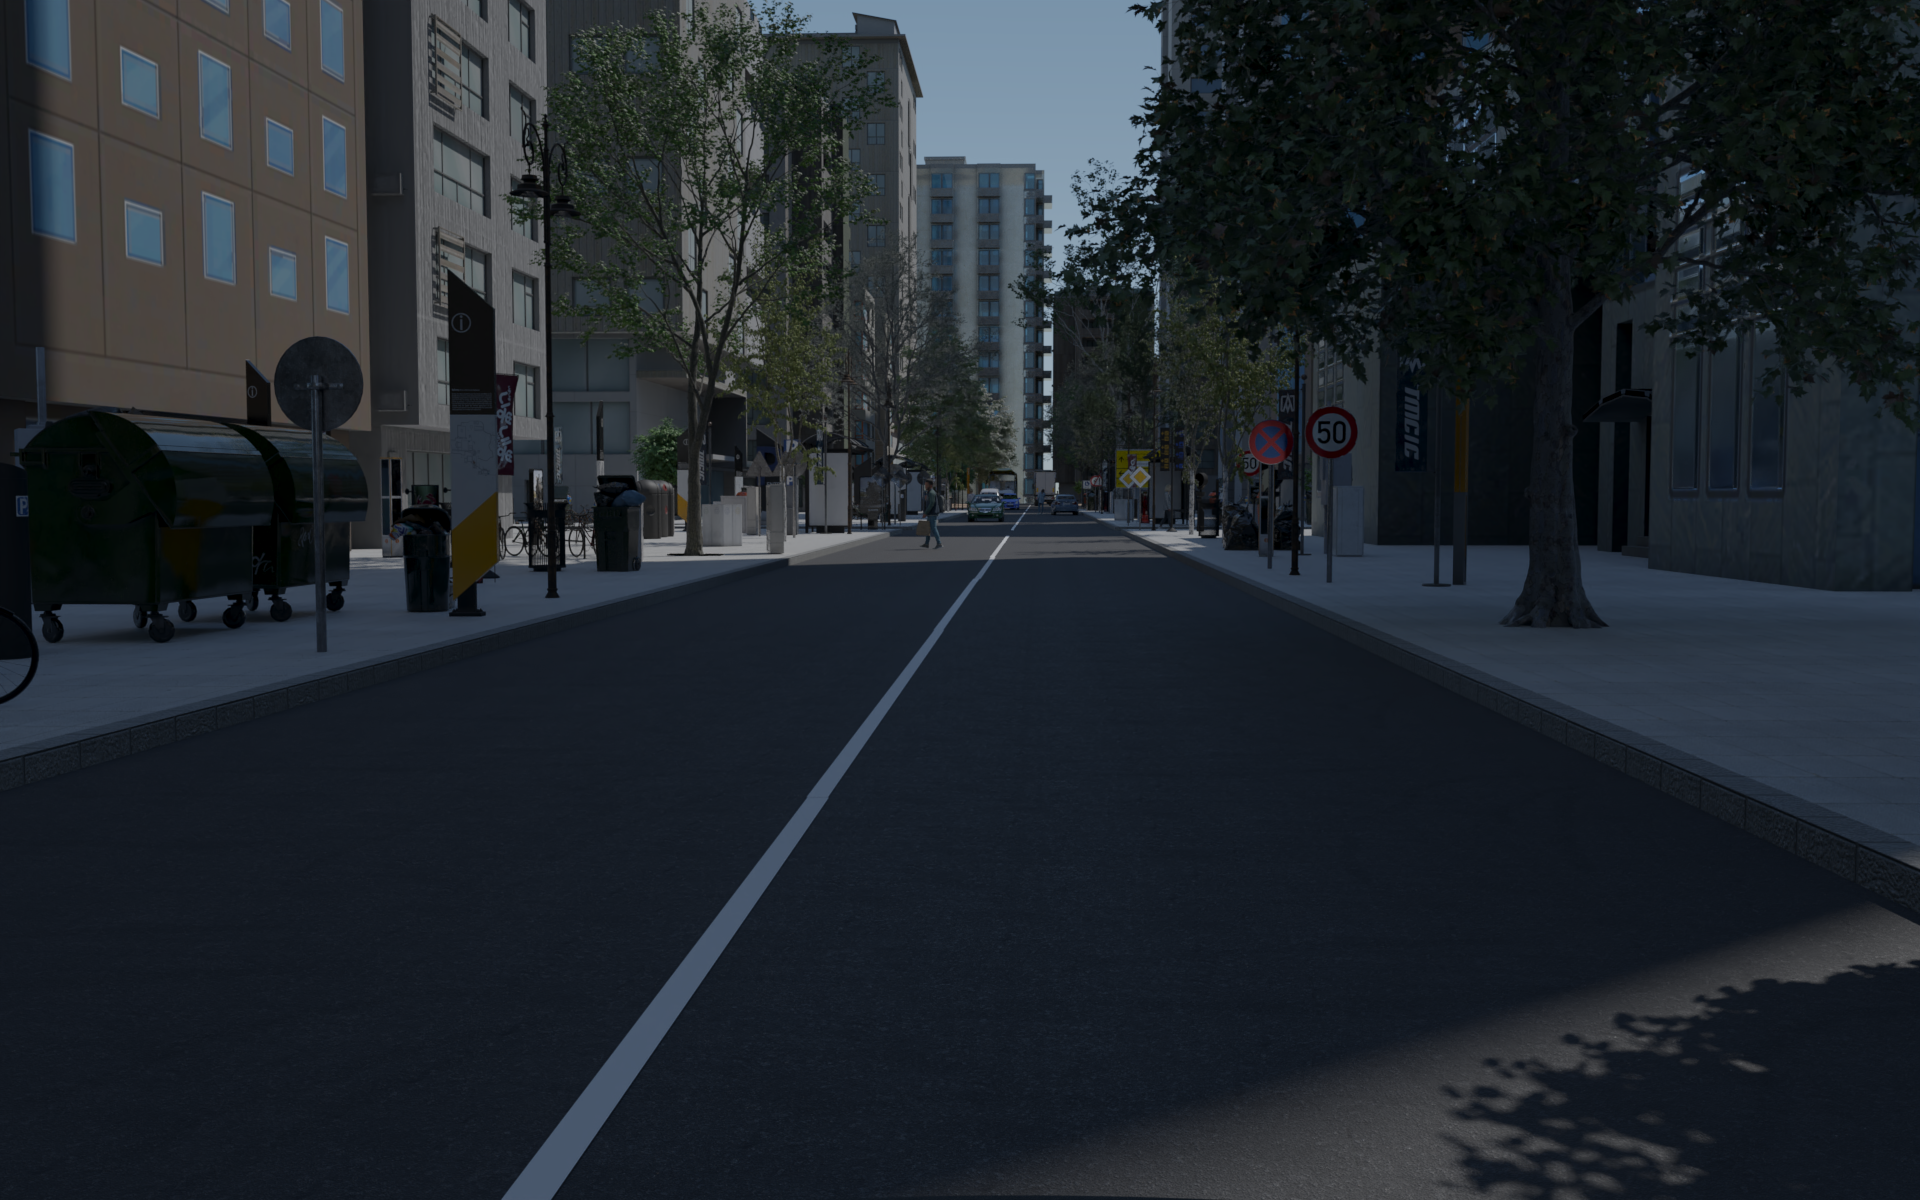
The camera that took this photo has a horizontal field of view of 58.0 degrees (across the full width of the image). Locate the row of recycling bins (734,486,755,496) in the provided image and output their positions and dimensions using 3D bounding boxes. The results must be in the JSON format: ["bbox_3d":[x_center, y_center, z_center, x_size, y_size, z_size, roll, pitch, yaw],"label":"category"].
[{"bbox_3d":[-14.055,-6.282,109.821,3.534,1.692,1.069,1,4,14],"label":"row of recycling bins"}]

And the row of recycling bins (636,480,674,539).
[{"bbox_3d":[-9.062,-2.673,50.813,1.069,1.692,3.534,0,4,-1],"label":"row of recycling bins"}]

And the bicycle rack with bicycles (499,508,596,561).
[{"bbox_3d":[-8.656,-1.303,34.693,2.852,0.926,2.925,-2,4,-35],"label":"bicycle rack with bicycles"}]

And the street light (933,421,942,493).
[{"bbox_3d":[-1.344,-8.005,103.673,0.468,5.910,1.993,0,4,3],"label":"street light"}]

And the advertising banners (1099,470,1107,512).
[{"bbox_3d":[10.465,-7.854,124.597,0.090,3.025,2.074,2,4,30],"label":"advertising banners"}]

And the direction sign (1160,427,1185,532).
[{"bbox_3d":[7.216,-4.093,58.919,0.876,3.537,0.379,2,4,30],"label":"direction sign"}]

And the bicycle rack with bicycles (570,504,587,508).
[{"bbox_3d":[-13.055,-2.809,59.317,2.925,0.926,2.852,0,4,5],"label":"bicycle rack with bicycles"}]

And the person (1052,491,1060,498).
[{"bbox_3d":[11.015,-11.442,195.584,1.348,1.824,0.705,1,4,21],"label":"person"}]

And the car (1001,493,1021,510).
[{"bbox_3d":[4.554,-9.037,157.349,1.945,1.707,3.694,0,4,1],"label":"car"}]

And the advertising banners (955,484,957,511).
[{"bbox_3d":[-0.299,-8.185,130.014,0.090,3.025,2.074,0,4,1],"label":"advertising banners"}]

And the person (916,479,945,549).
[{"bbox_3d":[-0.774,-2.224,44.854,0.713,1.824,0.794,1,4,18],"label":"person"}]

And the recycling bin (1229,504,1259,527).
[{"bbox_3d":[7.302,-1.920,43.939,0.722,1.027,0.722,3,5,39],"label":"recycling bin"}]

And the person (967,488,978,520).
[{"bbox_3d":[0.786,-5.185,93.944,0.731,1.740,0.598,-2,4,-24],"label":"person"}]

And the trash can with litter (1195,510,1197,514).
[{"bbox_3d":[14.738,-6.269,113.563,2.233,1.210,1.678,0,4,4],"label":"trash can with litter"}]

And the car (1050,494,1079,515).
[{"bbox_3d":[7.144,-6.498,118.247,2.014,1.417,4.499,0,4,1],"label":"car"}]

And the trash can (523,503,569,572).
[{"bbox_3d":[-6.855,-1.045,28.738,0.748,1.137,0.748,0,3,0],"label":"trash can"}]

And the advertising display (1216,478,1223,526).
[{"bbox_3d":[10.534,-3.958,69.932,0.123,1.923,0.974,2,4,26],"label":"advertising display"}]

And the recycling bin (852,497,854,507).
[{"bbox_3d":[-8.207,-7.450,134.359,0.722,1.027,0.722,2,4,26],"label":"recycling bin"}]

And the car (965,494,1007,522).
[{"bbox_3d":[1.368,-4.771,89.800,2.131,1.459,4.920,0,4,3],"label":"car"}]

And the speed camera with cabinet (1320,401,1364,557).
[{"bbox_3d":[8.015,-2.567,36.302,0.660,3.252,2.038,0,4,2],"label":"speed camera with cabinet"}]

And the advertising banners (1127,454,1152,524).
[{"bbox_3d":[8.095,-4.843,75.365,2.074,3.025,0.090,3,5,43],"label":"advertising banners"}]

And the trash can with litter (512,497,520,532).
[{"bbox_3d":[-15.845,-2.880,58.143,2.233,1.210,1.678,0,4,7],"label":"trash can with litter"}]

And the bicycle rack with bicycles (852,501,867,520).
[{"bbox_3d":[-5.518,-4.438,85.940,2.925,0.926,2.852,1,4,17],"label":"bicycle rack with bicycles"}]

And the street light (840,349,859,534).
[{"bbox_3d":[-3.534,-5.040,55.184,0.468,5.910,1.993,0,4,3],"label":"street light"}]

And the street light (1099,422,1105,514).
[{"bbox_3d":[9.099,-8.446,110.880,0.468,5.910,1.993,0,4,3],"label":"street light"}]

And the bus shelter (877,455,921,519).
[{"bbox_3d":[-3.388,-5.974,91.598,2.014,3.302,5.546,0,4,3],"label":"bus shelter"}]

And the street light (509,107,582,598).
[{"bbox_3d":[-5.037,-2.963,21.226,0.468,5.910,1.993,0,4,3],"label":"street light"}]

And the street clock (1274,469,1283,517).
[{"bbox_3d":[9.277,-2.845,51.094,0.471,2.002,0.358,-1,4,-15],"label":"street clock"}]

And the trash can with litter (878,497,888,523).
[{"bbox_3d":[-3.587,-4.033,77.333,1.055,1.170,0.624,0,4,3],"label":"trash can with litter"}]

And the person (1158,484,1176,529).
[{"bbox_3d":[7.977,-3.541,66.575,0.728,1.800,0.709,1,4,14],"label":"person"}]

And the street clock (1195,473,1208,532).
[{"bbox_3d":[8.232,-3.345,59.260,0.358,2.002,0.471,-3,5,-43],"label":"street clock"}]

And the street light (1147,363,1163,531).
[{"bbox_3d":[6.799,-5.371,60.611,0.468,5.910,1.993,0,4,3],"label":"street light"}]

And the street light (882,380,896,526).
[{"bbox_3d":[-2.875,-5.964,70.295,0.468,5.910,1.993,0,4,3],"label":"street light"}]

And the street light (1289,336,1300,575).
[{"bbox_3d":[5.297,-3.330,27.231,0.468,5.910,1.993,0,4,3],"label":"street light"}]

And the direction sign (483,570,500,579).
[{"bbox_3d":[-7.210,-2.098,26.303,0.379,3.537,0.876,0,4,4],"label":"direction sign"}]

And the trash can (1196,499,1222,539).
[{"bbox_3d":[7.206,-2.354,50.143,0.748,1.137,0.748,0,3,0],"label":"trash can"}]

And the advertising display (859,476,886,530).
[{"bbox_3d":[-3.138,-3.491,62.288,0.974,1.923,0.123,0,4,2],"label":"advertising display"}]

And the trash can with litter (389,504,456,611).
[{"bbox_3d":[-5.904,-0.475,19.147,0.624,1.170,1.055,-1,4,-8],"label":"trash can with litter"}]

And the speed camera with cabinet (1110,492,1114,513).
[{"bbox_3d":[11.046,-7.403,115.379,2.038,3.252,0.660,0,4,-4],"label":"speed camera with cabinet"}]

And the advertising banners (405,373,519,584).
[{"bbox_3d":[-7.014,-1.736,24.579,0.090,3.025,2.074,2,4,33],"label":"advertising banners"}]

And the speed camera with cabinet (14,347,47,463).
[{"bbox_3d":[-12.857,-1.746,22.880,2.038,3.252,0.660,-2,4,-33],"label":"speed camera with cabinet"}]

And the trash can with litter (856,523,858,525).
[{"bbox_3d":[-5.102,-3.724,71.951,1.678,1.210,2.233,0,4,7],"label":"trash can with litter"}]

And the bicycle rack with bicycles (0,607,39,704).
[{"bbox_3d":[-7.042,0.185,10.351,2.925,0.926,2.852,0,4,-8],"label":"bicycle rack with bicycles"}]

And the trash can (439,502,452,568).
[{"bbox_3d":[-8.752,-1.142,30.320,0.748,1.137,0.748,0,3,0],"label":"trash can"}]

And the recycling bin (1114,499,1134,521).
[{"bbox_3d":[7.993,-4.389,84.309,0.722,1.027,0.722,3,5,39],"label":"recycling bin"}]

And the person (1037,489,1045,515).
[{"bbox_3d":[5.654,-6.848,120.727,0.793,1.790,0.793,3,5,41],"label":"person"}]

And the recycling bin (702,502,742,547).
[{"bbox_3d":[-5.852,-1.838,42.603,0.722,1.027,0.722,3,4,37],"label":"recycling bin"}]

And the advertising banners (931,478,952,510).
[{"bbox_3d":[-1.489,-8.851,140.908,2.074,3.025,0.090,2,4,28],"label":"advertising banners"}]

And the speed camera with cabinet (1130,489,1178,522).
[{"bbox_3d":[9.054,-5.244,80.078,2.038,3.252,0.660,0,4,-3],"label":"speed camera with cabinet"}]

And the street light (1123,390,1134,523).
[{"bbox_3d":[7.537,-6.393,77.314,0.468,5.910,1.993,0,4,3],"label":"street light"}]

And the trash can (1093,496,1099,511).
[{"bbox_3d":[10.422,-7.310,131.171,0.748,1.137,0.748,0,3,0],"label":"trash can"}]

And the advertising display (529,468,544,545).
[{"bbox_3d":[-10.682,-2.353,43.687,0.123,1.923,0.974,0,4,0],"label":"advertising display"}]

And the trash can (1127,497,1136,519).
[{"bbox_3d":[8.924,-4.745,89.228,0.748,1.137,0.748,0,3,0],"label":"trash can"}]

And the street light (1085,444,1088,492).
[{"bbox_3d":[10.624,-10.488,144.259,0.468,5.910,1.993,0,4,3],"label":"street light"}]

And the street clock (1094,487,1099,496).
[{"bbox_3d":[11.359,-8.538,144.167,0.358,2.002,0.471,-2,4,-31],"label":"street clock"}]
